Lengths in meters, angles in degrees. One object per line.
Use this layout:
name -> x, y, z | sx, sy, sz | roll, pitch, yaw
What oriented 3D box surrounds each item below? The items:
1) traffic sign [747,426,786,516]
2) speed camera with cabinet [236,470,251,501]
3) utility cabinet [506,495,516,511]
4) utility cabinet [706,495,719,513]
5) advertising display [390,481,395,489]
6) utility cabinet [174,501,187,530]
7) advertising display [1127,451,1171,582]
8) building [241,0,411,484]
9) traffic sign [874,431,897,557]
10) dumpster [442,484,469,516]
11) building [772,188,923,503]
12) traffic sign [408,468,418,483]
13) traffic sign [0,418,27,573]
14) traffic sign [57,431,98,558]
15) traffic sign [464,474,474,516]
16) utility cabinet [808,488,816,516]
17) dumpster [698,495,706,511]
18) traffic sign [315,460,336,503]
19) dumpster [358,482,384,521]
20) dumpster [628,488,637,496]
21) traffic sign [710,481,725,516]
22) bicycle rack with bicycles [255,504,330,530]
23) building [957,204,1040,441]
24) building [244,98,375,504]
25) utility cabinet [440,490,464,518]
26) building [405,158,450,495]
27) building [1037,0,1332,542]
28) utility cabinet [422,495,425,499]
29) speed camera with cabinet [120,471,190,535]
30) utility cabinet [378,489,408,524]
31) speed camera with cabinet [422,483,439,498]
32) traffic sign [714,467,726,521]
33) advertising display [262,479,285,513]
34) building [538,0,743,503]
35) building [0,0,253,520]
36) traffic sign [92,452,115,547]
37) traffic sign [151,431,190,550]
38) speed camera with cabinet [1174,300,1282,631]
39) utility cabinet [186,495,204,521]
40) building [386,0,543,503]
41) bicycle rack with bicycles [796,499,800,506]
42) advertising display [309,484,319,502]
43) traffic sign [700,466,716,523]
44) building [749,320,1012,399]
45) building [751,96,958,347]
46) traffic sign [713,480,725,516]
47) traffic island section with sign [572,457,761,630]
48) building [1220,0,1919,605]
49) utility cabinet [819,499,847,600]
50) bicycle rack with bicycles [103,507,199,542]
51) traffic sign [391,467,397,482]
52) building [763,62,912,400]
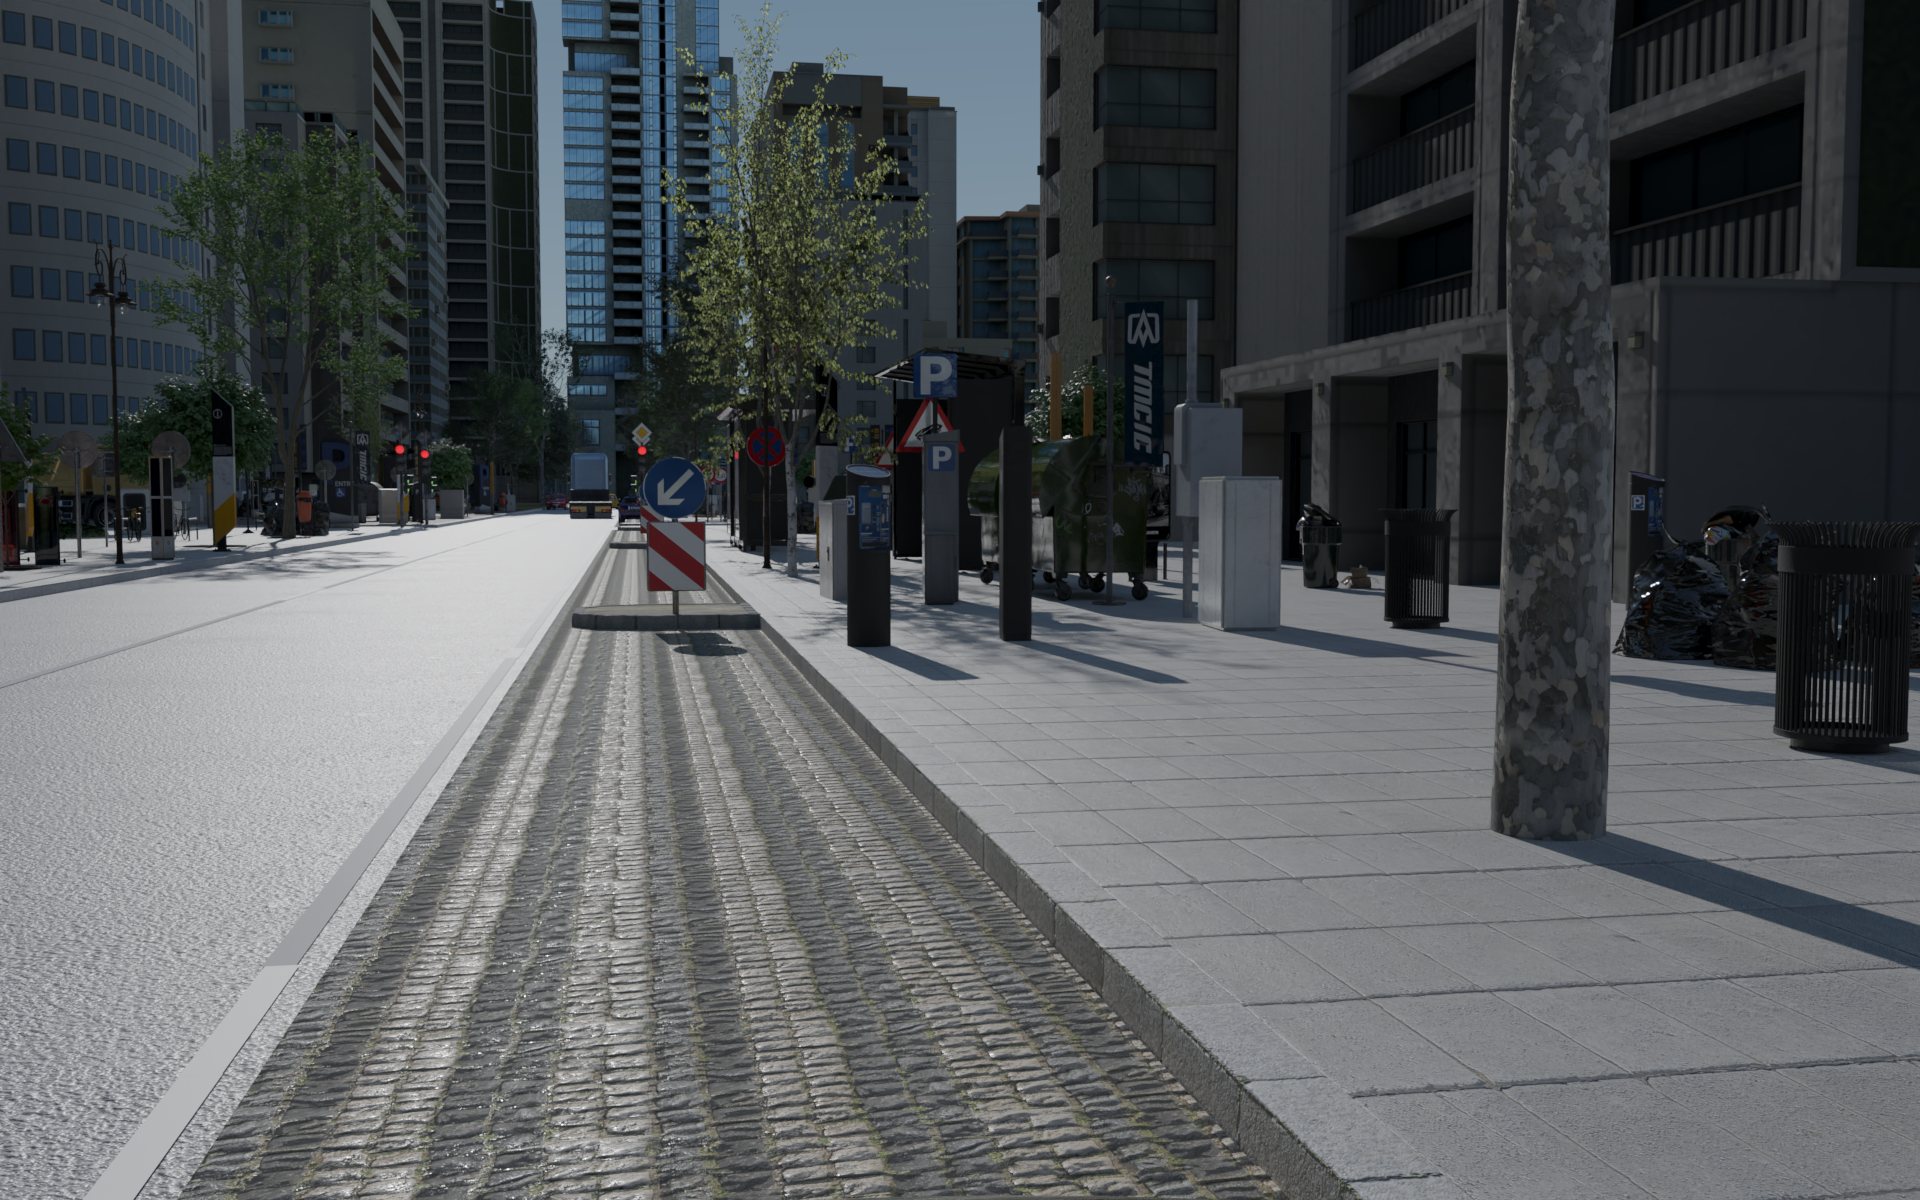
traffic sign -> -3.604, -1.979, 32.466 | 0.768, 2.556, 0.104 | 0, 4, -1
speed camera with cabinet -> -43.071, -6.712, 104.071 | 0.660, 3.252, 2.038 | 0, 4, -4
utility cabinet -> -33.685, -7.215, 129.125 | 1.020, 1.237, 0.306 | -1, 4, -22
utility cabinet -> -15.651, -6.021, 109.602 | 0.306, 1.237, 1.020 | 2, 4, 24
advertising display -> -27.902, -4.888, 85.137 | 0.123, 1.923, 0.974 | -2, 4, -24
utility cabinet -> -27.734, -3.206, 61.098 | 0.318, 1.500, 1.173 | 0, 4, 2
advertising display -> 2.786, -1.250, 25.646 | 0.123, 1.923, 0.974 | 3, 5, 43
building -> -61.557, -32.425, 153.854 | 21.300, 48.544, 21.600 | -1, 4, -11
traffic sign -> -1.355, -2.165, 35.397 | 0.884, 2.594, 0.081 | -1, 4, -10
dumpster -> -29.561, -6.043, 101.293 | 1.502, 2.255, 1.985 | -1, 4, -11
building -> -11.432, -24.244, 168.097 | 14.160, 30.474, 14.107 | -1, 4, -11
traffic sign -> -26.510, -5.135, 84.057 | 0.768, 2.556, 0.104 | 0, 4, -2
traffic sign -> -15.674, -1.727, 28.248 | 0.884, 2.594, 0.081 | 0, 4, -1
traffic sign -> -17.700, -2.119, 34.747 | 0.768, 2.556, 0.104 | -1, 4, -9
traffic sign -> -28.564, -6.132, 100.357 | 0.768, 2.556, 0.104 | 0, 4, -4
utility cabinet -> -4.923, -3.330, 63.119 | 1.173, 1.500, 0.318 | 1, 4, 18
dumpster -> -16.216, -6.158, 106.440 | 1.264, 1.857, 1.865 | -1, 4, -10
traffic sign -> -23.495, -3.917, 64.144 | 0.768, 2.556, 0.104 | 0, 4, -2
dumpster -> -28.136, -4.688, 82.403 | 1.264, 1.857, 1.865 | -1, 4, -11
dumpster -> -41.949, -13.410, 224.203 | 1.985, 2.255, 1.502 | -1, 4, -9
traffic sign -> -14.448, -6.311, 103.184 | 0.884, 2.594, 0.081 | -1, 4, -9
bicycle rack with bicycles -> -23.743, -2.935, 61.364 | 2.852, 0.926, 2.925 | -2, 4, -30
building -> 12.055, -37.308, 264.613 | 28.867, 44.769, 22.147 | -1, 4, -11
building -> -52.603, -21.933, 130.301 | 14.160, 30.474, 14.107 | -1, 4, -11
utility cabinet -> -26.722, -5.043, 91.139 | 1.173, 1.500, 0.318 | 0, 4, -2
building -> -69.603, -30.581, 191.885 | 23.993, 40.220, 32.217 | -1, 4, -11
building -> 9.418, -17.227, 53.366 | 14.160, 30.474, 14.107 | -1, 4, -11
utility cabinet -> -42.714, -7.759, 138.015 | 0.306, 1.237, 1.020 | 0, 4, -3
speed camera with cabinet -> -25.523, -3.701, 54.853 | 2.038, 3.252, 0.660 | -1, 4, -22
utility cabinet -> -24.428, -4.036, 74.668 | 1.173, 1.500, 0.318 | -3, 5, -43
speed camera with cabinet -> -43.587, -9.014, 141.707 | 2.038, 3.252, 0.660 | 0, 4, 2
traffic sign -> -11.212, -4.958, 81.176 | 0.768, 2.556, 0.104 | 0, 4, -4
advertising display -> -30.136, -4.334, 76.071 | 0.974, 1.923, 0.123 | 0, 4, -5
building -> -45.391, -57.451, 251.990 | 31.000, 86.520, 22.319 | -1, 4, -11
building -> -52.571, -33.673, 92.553 | 21.231, 58.520, 28.212 | -1, 4, -11
traffic sign -> -20.615, -2.426, 41.788 | 0.606, 2.300, 0.079 | 0, 4, -8
traffic sign -> -15.925, -2.132, 34.967 | 0.768, 2.556, 0.104 | 0, 4, -3
speed camera with cabinet -> 2.625, -1.391, 17.075 | 0.660, 3.252, 2.038 | 0, 4, -6
utility cabinet -> -36.219, -4.313, 81.681 | 1.020, 1.237, 0.306 | 1, 4, 11
building -> -70.874, -49.461, 246.939 | 20.611, 71.187, 20.563 | -1, 4, -11
bicycle rack with bicycles -> -12.175, -6.831, 125.061 | 2.925, 0.926, 2.852 | 3, 5, 39
advertising display -> -42.925, -6.720, 115.088 | 0.974, 1.923, 0.123 | 3, 4, 38
traffic sign -> -11.361, -4.762, 77.964 | 0.768, 2.556, 0.104 | 0, 4, -4
building -> -10.442, -22.009, 204.894 | 27.650, 21.520, 28.899 | -1, 4, -11
building -> -16.170, -43.770, 257.644 | 28.212, 58.520, 21.231 | -1, 4, -11
traffic sign -> -14.226, -6.257, 102.406 | 0.768, 2.556, 0.104 | 0, 4, -2
traffic island section with sign -> -3.266, -0.642, 19.129 | 1.989, 1.847, 2.006 | -1, 4, -11
building -> 17.034, -35.812, 23.776 | 20.563, 71.187, 20.611 | -1, 4, -11
utility cabinet -> -1.526, -0.625, 21.376 | 0.306, 1.237, 1.020 | -1, 4, -14
bicycle rack with bicycles -> -22.113, -2.081, 47.398 | 2.852, 0.926, 2.925 | -1, 4, -16
traffic sign -> -25.060, -4.729, 77.432 | 0.768, 2.556, 0.104 | 0, 4, -5
building -> -13.095, -32.519, 181.790 | 14.600, 45.320, 14.200 | -1, 4, -11
